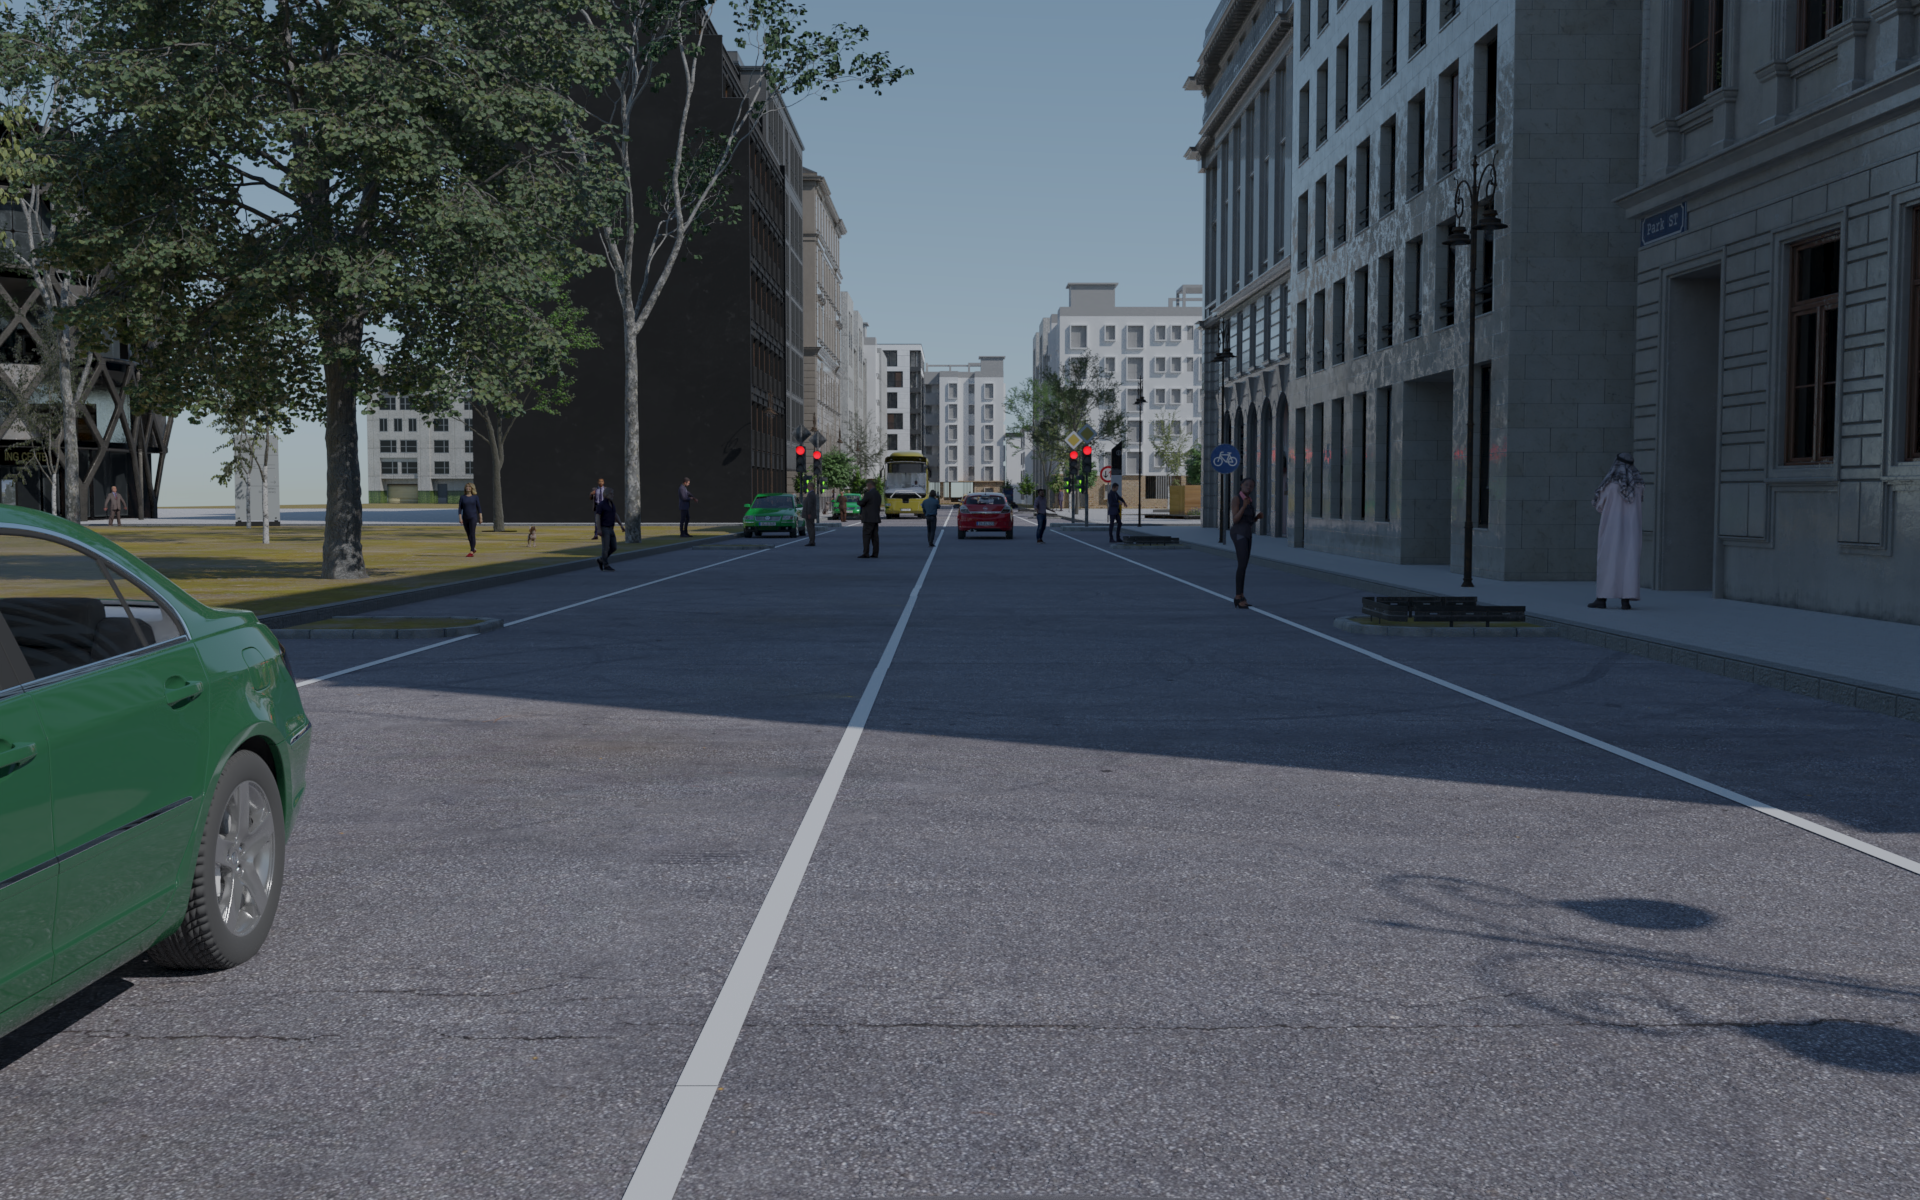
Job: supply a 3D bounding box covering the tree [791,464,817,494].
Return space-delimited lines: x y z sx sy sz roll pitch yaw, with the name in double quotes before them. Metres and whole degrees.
"tree" -8.747 -6.179 95.623 1.663 3.219 1.824 0 3 0

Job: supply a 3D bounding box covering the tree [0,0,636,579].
"tree" -9.499 -7.297 25.958 9.857 13.997 8.962 0 3 0

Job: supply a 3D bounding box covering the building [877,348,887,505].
"building" -25.276 -21.512 218.179 31.486 18.905 16.747 0 3 0

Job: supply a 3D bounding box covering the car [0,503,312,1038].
"car" -3.047 0.482 3.915 2.131 1.459 4.920 0 4 -1

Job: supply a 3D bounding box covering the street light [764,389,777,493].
"street light" -8.301 -6.319 76.105 0.468 5.910 1.993 0 3 0

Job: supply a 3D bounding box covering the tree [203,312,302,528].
"tree" -26.567 -6.992 64.677 4.737 8.622 4.395 0 3 0

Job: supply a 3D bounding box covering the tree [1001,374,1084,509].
"tree" 7.475 -13.653 148.987 9.928 11.665 9.643 0 3 0

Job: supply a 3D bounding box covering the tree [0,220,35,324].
"tree" -25.726 -6.449 39.862 7.601 10.594 8.767 0 4 -6

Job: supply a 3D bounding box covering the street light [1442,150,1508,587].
"street light" 7.018 -3.118 23.768 0.468 5.910 1.993 0 3 0

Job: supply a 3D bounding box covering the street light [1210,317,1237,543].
"street light" 6.888 -4.443 45.436 0.468 5.910 1.993 0 3 0

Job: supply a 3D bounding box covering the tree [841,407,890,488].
"tree" -8.160 -12.021 146.909 4.360 8.622 3.978 0 3 0

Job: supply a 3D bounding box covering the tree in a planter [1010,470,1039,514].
"tree in a planter" 4.943 -8.005 128.100 1.991 3.239 1.994 0 3 0

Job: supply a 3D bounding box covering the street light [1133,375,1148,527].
"street light" 7.018 -5.795 67.539 0.468 5.910 1.993 0 3 0

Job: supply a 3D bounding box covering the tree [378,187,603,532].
"tree" -15.713 -8.117 58.461 9.928 11.665 9.643 0 3 0

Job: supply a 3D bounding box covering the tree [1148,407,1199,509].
"tree" 17.852 -11.991 146.417 4.737 8.622 4.395 0 3 0

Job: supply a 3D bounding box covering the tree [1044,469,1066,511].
"tree" 7.427 -8.369 131.431 1.663 3.219 1.824 0 3 0

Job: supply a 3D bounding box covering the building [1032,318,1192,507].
"building" 16.669 -19.301 182.021 16.747 18.905 31.486 0 3 0

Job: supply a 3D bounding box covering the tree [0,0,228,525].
"tree" -28.458 -12.023 52.466 12.611 20.169 13.585 0 3 0

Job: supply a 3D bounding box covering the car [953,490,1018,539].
"car" 0.834 -2.901 56.465 2.155 1.783 4.494 0 4 1

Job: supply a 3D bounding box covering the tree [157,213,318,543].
"tree" -18.281 -5.773 44.750 4.360 8.622 3.978 0 3 0

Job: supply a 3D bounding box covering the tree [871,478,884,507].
"tree" -8.789 -11.242 178.407 1.663 3.219 1.824 0 3 0

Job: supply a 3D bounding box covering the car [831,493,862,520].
"car" -6.175 -5.368 96.565 1.959 1.807 4.718 0 4 -1

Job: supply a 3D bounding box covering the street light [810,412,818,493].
"street light" -8.206 -7.644 97.774 0.468 5.910 1.993 0 3 0

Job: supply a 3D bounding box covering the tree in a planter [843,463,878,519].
"tree in a planter" -5.944 -6.321 100.575 1.991 3.239 1.994 0 3 0

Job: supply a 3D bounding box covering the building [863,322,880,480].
"building" -16.732 -20.307 188.436 16.016 20.091 11.380 0 3 0

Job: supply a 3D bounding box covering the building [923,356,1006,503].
"building" 0.524 -23.678 243.556 11.380 20.091 16.016 0 3 0

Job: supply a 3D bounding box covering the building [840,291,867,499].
"building" -18.177 -18.380 166.978 16.747 18.905 31.486 0 3 0

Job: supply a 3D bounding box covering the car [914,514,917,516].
"car" -3.555 -6.185 113.707 1.945 1.354 3.894 0 4 1

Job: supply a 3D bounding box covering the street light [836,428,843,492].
"street light" -8.280 -8.973 119.502 0.468 5.910 1.993 0 3 0

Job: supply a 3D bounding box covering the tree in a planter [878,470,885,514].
"tree in a planter" -5.970 -7.969 127.519 1.991 3.239 1.994 0 3 0

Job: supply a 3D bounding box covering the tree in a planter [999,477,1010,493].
"tree in a planter" 4.906 -11.075 178.292 1.991 3.239 1.994 0 3 0

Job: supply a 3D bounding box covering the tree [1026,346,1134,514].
"tree" 7.619 -10.649 108.525 7.601 10.594 8.767 -2 4 -31

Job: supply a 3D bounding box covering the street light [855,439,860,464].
"street light" -8.402 -10.383 142.546 0.468 5.910 1.993 0 3 0

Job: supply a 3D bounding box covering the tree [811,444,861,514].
"tree" -8.190 -7.959 113.839 4.285 4.588 4.351 0 3 0

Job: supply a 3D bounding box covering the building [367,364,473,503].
"building" -65.008 -23.105 244.232 31.486 18.905 16.747 0 3 0

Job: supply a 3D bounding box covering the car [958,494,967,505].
"car" 0.860 -7.521 133.199 2.015 1.641 3.980 0 4 2

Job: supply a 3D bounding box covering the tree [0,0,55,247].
"tree" -11.249 -4.041 16.426 4.737 8.622 4.395 0 3 0

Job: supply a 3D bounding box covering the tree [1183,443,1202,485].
"tree" 14.430 -7.120 100.131 4.285 4.588 4.351 0 3 0

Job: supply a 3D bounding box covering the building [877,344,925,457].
"building" -21.566 -24.784 249.190 32.646 21.610 27.936 0 3 0

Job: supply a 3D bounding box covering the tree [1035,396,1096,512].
"tree" 7.528 -10.490 121.870 4.737 8.622 4.395 0 3 0

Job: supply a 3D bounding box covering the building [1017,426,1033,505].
"building" 12.367 -16.520 212.251 9.099 9.664 28.070 0 3 0

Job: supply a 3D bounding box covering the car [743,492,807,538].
"car" -6.176 -3.013 58.051 1.959 1.807 4.718 0 4 1

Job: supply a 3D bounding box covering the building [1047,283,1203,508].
"building" 16.232 -18.604 160.590 16.016 20.091 11.380 0 3 0

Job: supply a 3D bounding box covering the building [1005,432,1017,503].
"building" 20.251 -18.241 240.390 28.070 9.664 9.099 0 3 0

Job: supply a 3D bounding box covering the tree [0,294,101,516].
"tree" -33.547 -6.930 63.661 4.360 8.622 3.978 0 3 0

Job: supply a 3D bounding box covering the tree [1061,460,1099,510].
"tree" 9.843 -9.640 141.327 4.285 4.588 4.351 0 3 0

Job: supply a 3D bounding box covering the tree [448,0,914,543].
"tree" -7.123 -11.533 44.462 12.611 20.169 13.585 0 3 0
